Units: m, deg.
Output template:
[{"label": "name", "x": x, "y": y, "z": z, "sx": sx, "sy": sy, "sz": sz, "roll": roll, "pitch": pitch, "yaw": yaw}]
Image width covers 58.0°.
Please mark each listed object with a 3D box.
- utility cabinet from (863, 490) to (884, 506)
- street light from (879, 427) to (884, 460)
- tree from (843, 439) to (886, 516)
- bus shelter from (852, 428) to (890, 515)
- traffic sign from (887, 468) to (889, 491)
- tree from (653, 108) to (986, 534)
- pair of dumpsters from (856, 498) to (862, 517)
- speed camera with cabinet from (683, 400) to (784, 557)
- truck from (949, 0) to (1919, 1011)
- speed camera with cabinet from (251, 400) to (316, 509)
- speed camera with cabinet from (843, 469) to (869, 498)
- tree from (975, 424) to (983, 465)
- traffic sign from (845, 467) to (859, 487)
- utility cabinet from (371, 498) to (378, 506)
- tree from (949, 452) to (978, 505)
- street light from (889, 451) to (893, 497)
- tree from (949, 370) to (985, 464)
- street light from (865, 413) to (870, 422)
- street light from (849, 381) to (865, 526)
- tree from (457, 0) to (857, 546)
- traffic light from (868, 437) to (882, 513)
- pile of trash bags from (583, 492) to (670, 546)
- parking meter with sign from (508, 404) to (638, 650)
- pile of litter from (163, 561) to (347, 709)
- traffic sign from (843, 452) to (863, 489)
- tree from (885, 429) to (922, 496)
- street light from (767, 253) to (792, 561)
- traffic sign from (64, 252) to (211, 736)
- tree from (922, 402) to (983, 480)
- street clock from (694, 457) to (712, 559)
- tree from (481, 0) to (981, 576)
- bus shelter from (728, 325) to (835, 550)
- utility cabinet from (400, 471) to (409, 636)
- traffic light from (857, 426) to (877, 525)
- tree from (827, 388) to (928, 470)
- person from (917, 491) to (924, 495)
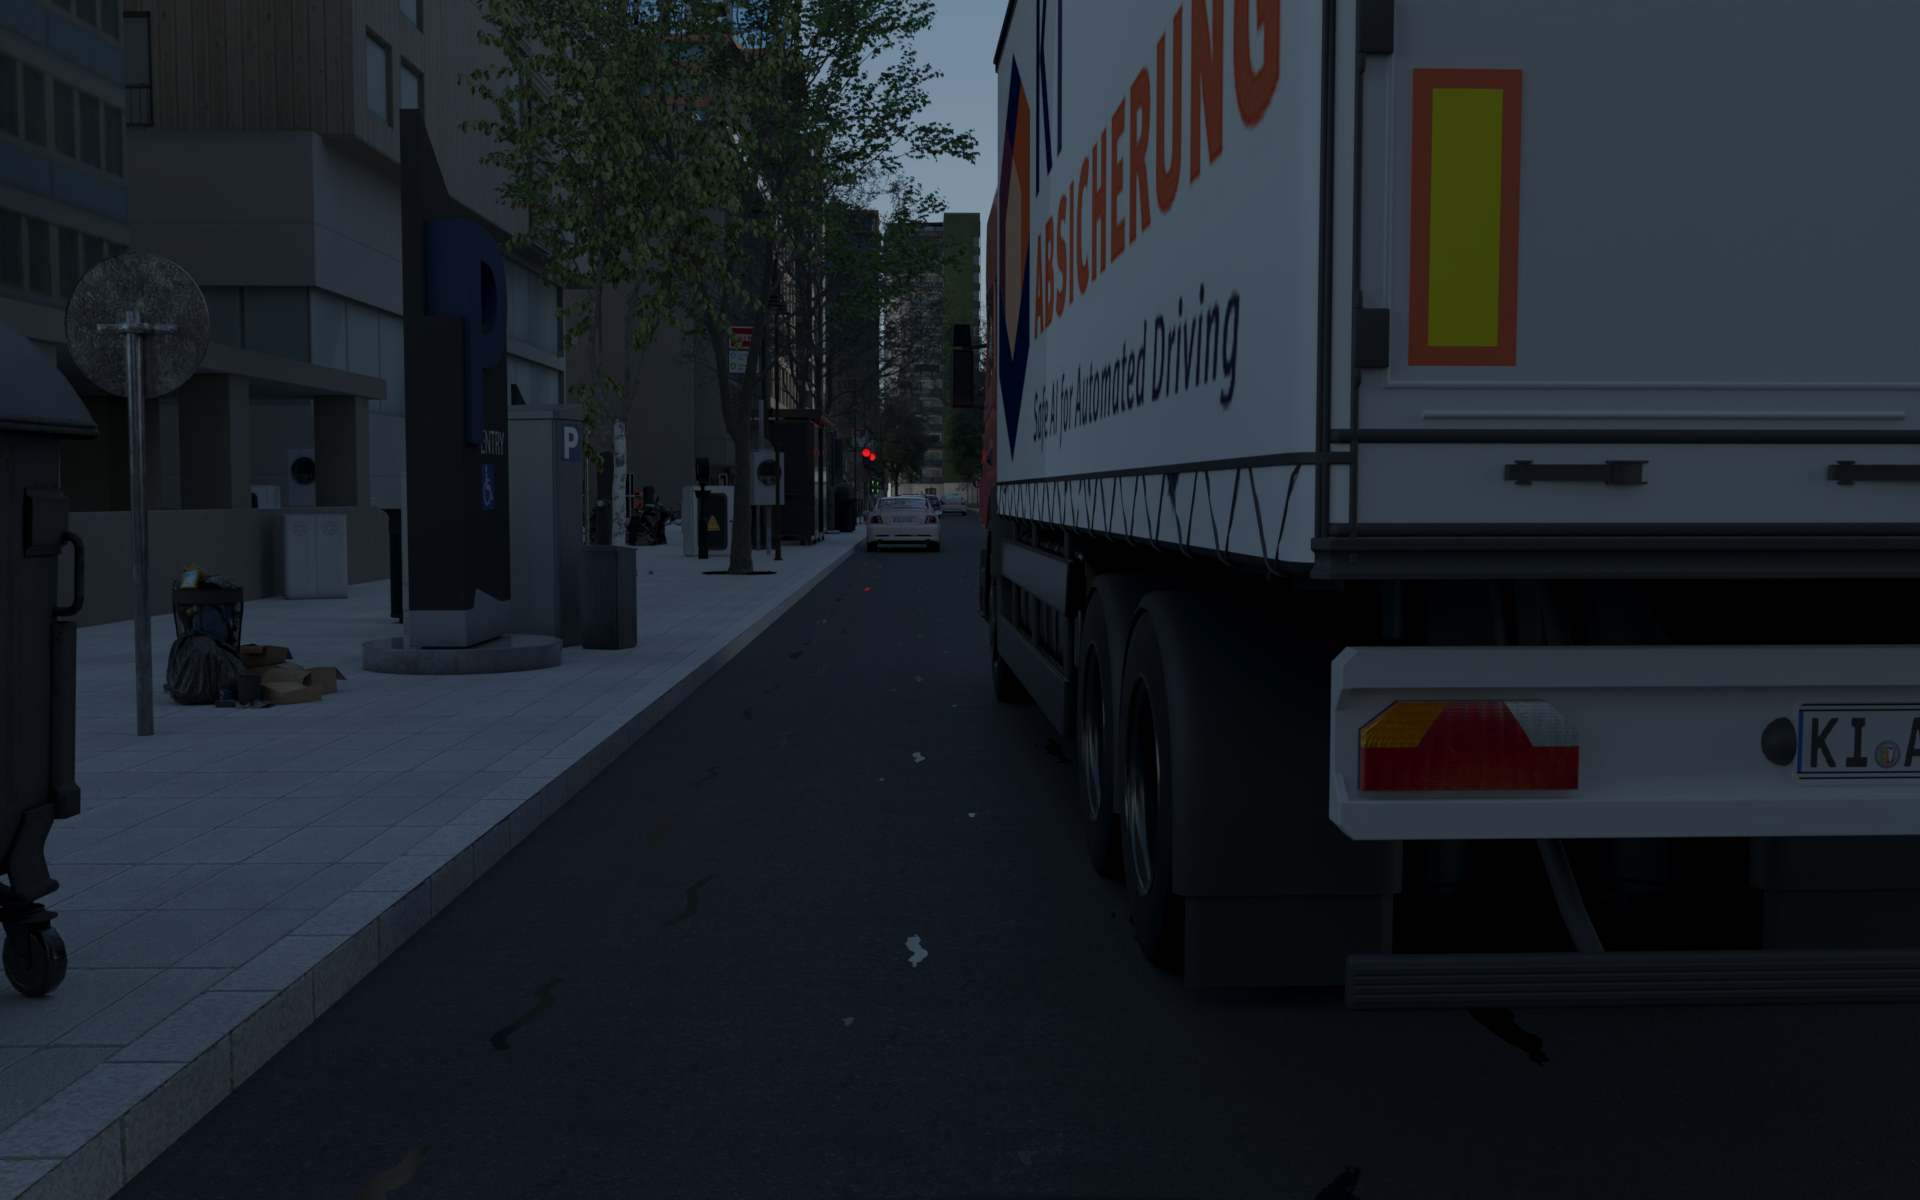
[{"label": "utility cabinet", "x": -4.941, "y": -5.498, "z": 98.565, "sx": 1.173, "sy": 1.500, "sz": 0.318, "roll": 1, "pitch": 4, "yaw": 10}, {"label": "street light", "x": -5.310, "y": -8.791, "z": 116.527, "sx": 0.468, "sy": 5.910, "sz": 1.993, "roll": 0, "pitch": 4, "yaw": -1}, {"label": "tree", "x": -6.029, "y": -7.209, "z": 101.581, "sx": 4.285, "sy": 4.588, "sz": 4.351, "roll": 0, "pitch": 3, "yaw": 0}, {"label": "bus shelter", "x": -5.554, "y": -7.986, "z": 108.205, "sx": 2.179, "sy": 5.291, "sz": 8.768, "roll": 0, "pitch": 4, "yaw": -1}, {"label": "traffic sign", "x": -6.688, "y": -8.642, "z": 135.163, "sx": 2.265, "sy": 3.308, "sz": 0.079, "roll": 0, "pitch": 4, "yaw": 8}, {"label": "tree", "x": -4.585, "y": -8.871, "z": 55.407, "sx": 12.009, "sy": 13.543, "sz": 11.850, "roll": 0, "pitch": 3, "yaw": 0}, {"label": "pair of dumpsters", "x": -6.196, "y": -5.696, "z": 95.627, "sx": 1.574, "sy": 2.255, "sz": 4.437, "roll": 0, "pitch": 4, "yaw": -1}, {"label": "speed camera with cabinet", "x": -4.693, "y": -2.543, "z": 35.913, "sx": 2.038, "sy": 3.252, "sz": 0.660, "roll": -2, "pitch": 4, "yaw": -27}, {"label": "truck", "x": 1.549, "y": -1.203, "z": 8.590, "sx": 2.839, "sy": 4.237, "sz": 11.283, "roll": 0, "pitch": 4, "yaw": -3}, {"label": "speed camera with cabinet", "x": -13.289, "y": -2.404, "z": 33.639, "sx": 2.038, "sy": 3.252, "sz": 0.660, "roll": 0, "pitch": 4, "yaw": 2}, {"label": "speed camera with cabinet", "x": -5.802, "y": -5.973, "z": 91.995, "sx": 2.038, "sy": 3.252, "sz": 0.660, "roll": 2, "pitch": 4, "yaw": 32}, {"label": "tree", "x": 3.079, "y": -11.433, "z": 137.292, "sx": 4.737, "sy": 8.622, "sz": 4.395, "roll": 0, "pitch": 3, "yaw": 0}, {"label": "traffic sign", "x": -5.081, "y": -5.035, "z": 82.421, "sx": 0.768, "sy": 2.556, "sz": 0.104, "roll": 0, "pitch": 4, "yaw": 6}, {"label": "utility cabinet", "x": -11.891, "y": -1.410, "z": 34.213, "sx": 0.306, "sy": 1.237, "sz": 1.020, "roll": 1, "pitch": 4, "yaw": 14}, {"label": "tree", "x": 0.880, "y": -16.213, "z": 215.441, "sx": 4.360, "sy": 8.622, "sz": 3.978, "roll": 0, "pitch": 3, "yaw": 0}, {"label": "street light", "x": -6.080, "y": -10.995, "z": 152.563, "sx": 0.468, "sy": 5.910, "sz": 1.993, "roll": 0, "pitch": 4, "yaw": -1}, {"label": "tree", "x": 2.716, "y": -10.748, "z": 110.140, "sx": 7.601, "sy": 10.594, "sz": 8.767, "roll": 0, "pitch": 4, "yaw": 5}, {"label": "street light", "x": -4.442, "y": -6.588, "z": 80.493, "sx": 0.468, "sy": 5.910, "sz": 1.993, "roll": 0, "pitch": 4, "yaw": -1}, {"label": "street light", "x": -4.195, "y": -5.908, "z": 69.378, "sx": 0.468, "sy": 5.910, "sz": 1.993, "roll": 0, "pitch": 4, "yaw": -1}, {"label": "tree", "x": -3.443, "y": -4.148, "z": 18.186, "sx": 4.737, "sy": 8.622, "sz": 4.395, "roll": 0, "pitch": 3, "yaw": 0}, {"label": "traffic light", "x": -4.029, "y": -5.554, "z": 79.733, "sx": 0.839, "sy": 4.253, "sz": 0.868, "roll": 0, "pitch": 4, "yaw": -1}, {"label": "pile of trash bags", "x": -7.786, "y": -2.066, "z": 43.528, "sx": 3.447, "sy": 1.369, "sz": 1.912, "roll": 1, "pitch": 4, "yaw": 20}, {"label": "parking meter with sign", "x": -3.567, "y": -1.120, "z": 14.571, "sx": 1.738, "sy": 3.016, "sz": 0.543, "roll": 1, "pitch": 4, "yaw": 18}, {"label": "pile of litter", "x": -4.562, "y": 0.174, "z": 11.127, "sx": 1.176, "sy": 0.858, "sz": 1.719, "roll": -1, "pitch": 4, "yaw": -10}, {"label": "traffic sign", "x": -5.833, "y": -5.510, "z": 83.964, "sx": 2.265, "sy": 3.308, "sz": 0.079, "roll": 0, "pitch": 4, "yaw": 3}, {"label": "tree", "x": -7.640, "y": -18.270, "z": 216.834, "sx": 7.486, "sy": 12.596, "sz": 7.792, "roll": 0, "pitch": 3, "yaw": 0}, {"label": "street light", "x": -3.520, "y": -3.703, "z": 33.340, "sx": 0.468, "sy": 5.910, "sz": 1.993, "roll": 0, "pitch": 4, "yaw": -1}, {"label": "traffic sign", "x": -4.334, "y": -0.552, "z": 9.138, "sx": 0.768, "sy": 2.556, "sz": 0.104, "roll": 0, "pitch": 4, "yaw": 0}, {"label": "tree", "x": 1.735, "y": -14.816, "z": 160.370, "sx": 7.486, "sy": 12.596, "sz": 7.792, "roll": 0, "pitch": 3, "yaw": 0}, {"label": "street clock", "x": -5.076, "y": -1.811, "z": 34.184, "sx": 0.358, "sy": 2.002, "sz": 0.471, "roll": -1, "pitch": 4, "yaw": -14}, {"label": "tree", "x": -3.541, "y": -6.203, "z": 27.169, "sx": 9.928, "sy": 11.665, "sz": 9.643, "roll": 0, "pitch": 3, "yaw": 0}, {"label": "bus shelter", "x": -4.486, "y": -4.058, "z": 43.978, "sx": 2.179, "sy": 5.291, "sz": 8.768, "roll": 0, "pitch": 4, "yaw": -1}, {"label": "utility cabinet", "x": -4.443, "y": -0.430, "z": 15.718, "sx": 1.173, "sy": 1.500, "sz": 0.318, "roll": -3, "pitch": 5, "yaw": -40}, {"label": "traffic light", "x": -3.850, "y": -5.066, "z": 71.750, "sx": 0.839, "sy": 4.253, "sz": 0.868, "roll": 0, "pitch": 4, "yaw": -1}, {"label": "tree", "x": -6.881, "y": -12.950, "z": 146.143, "sx": 8.767, "sy": 10.594, "sz": 7.601, "roll": -1, "pitch": 4, "yaw": -14}, {"label": "person", "x": -3.986, "y": -10.040, "z": 173.459, "sx": 0.742, "sy": 1.727, "sz": 0.445, "roll": 0, "pitch": 4, "yaw": 1}]
